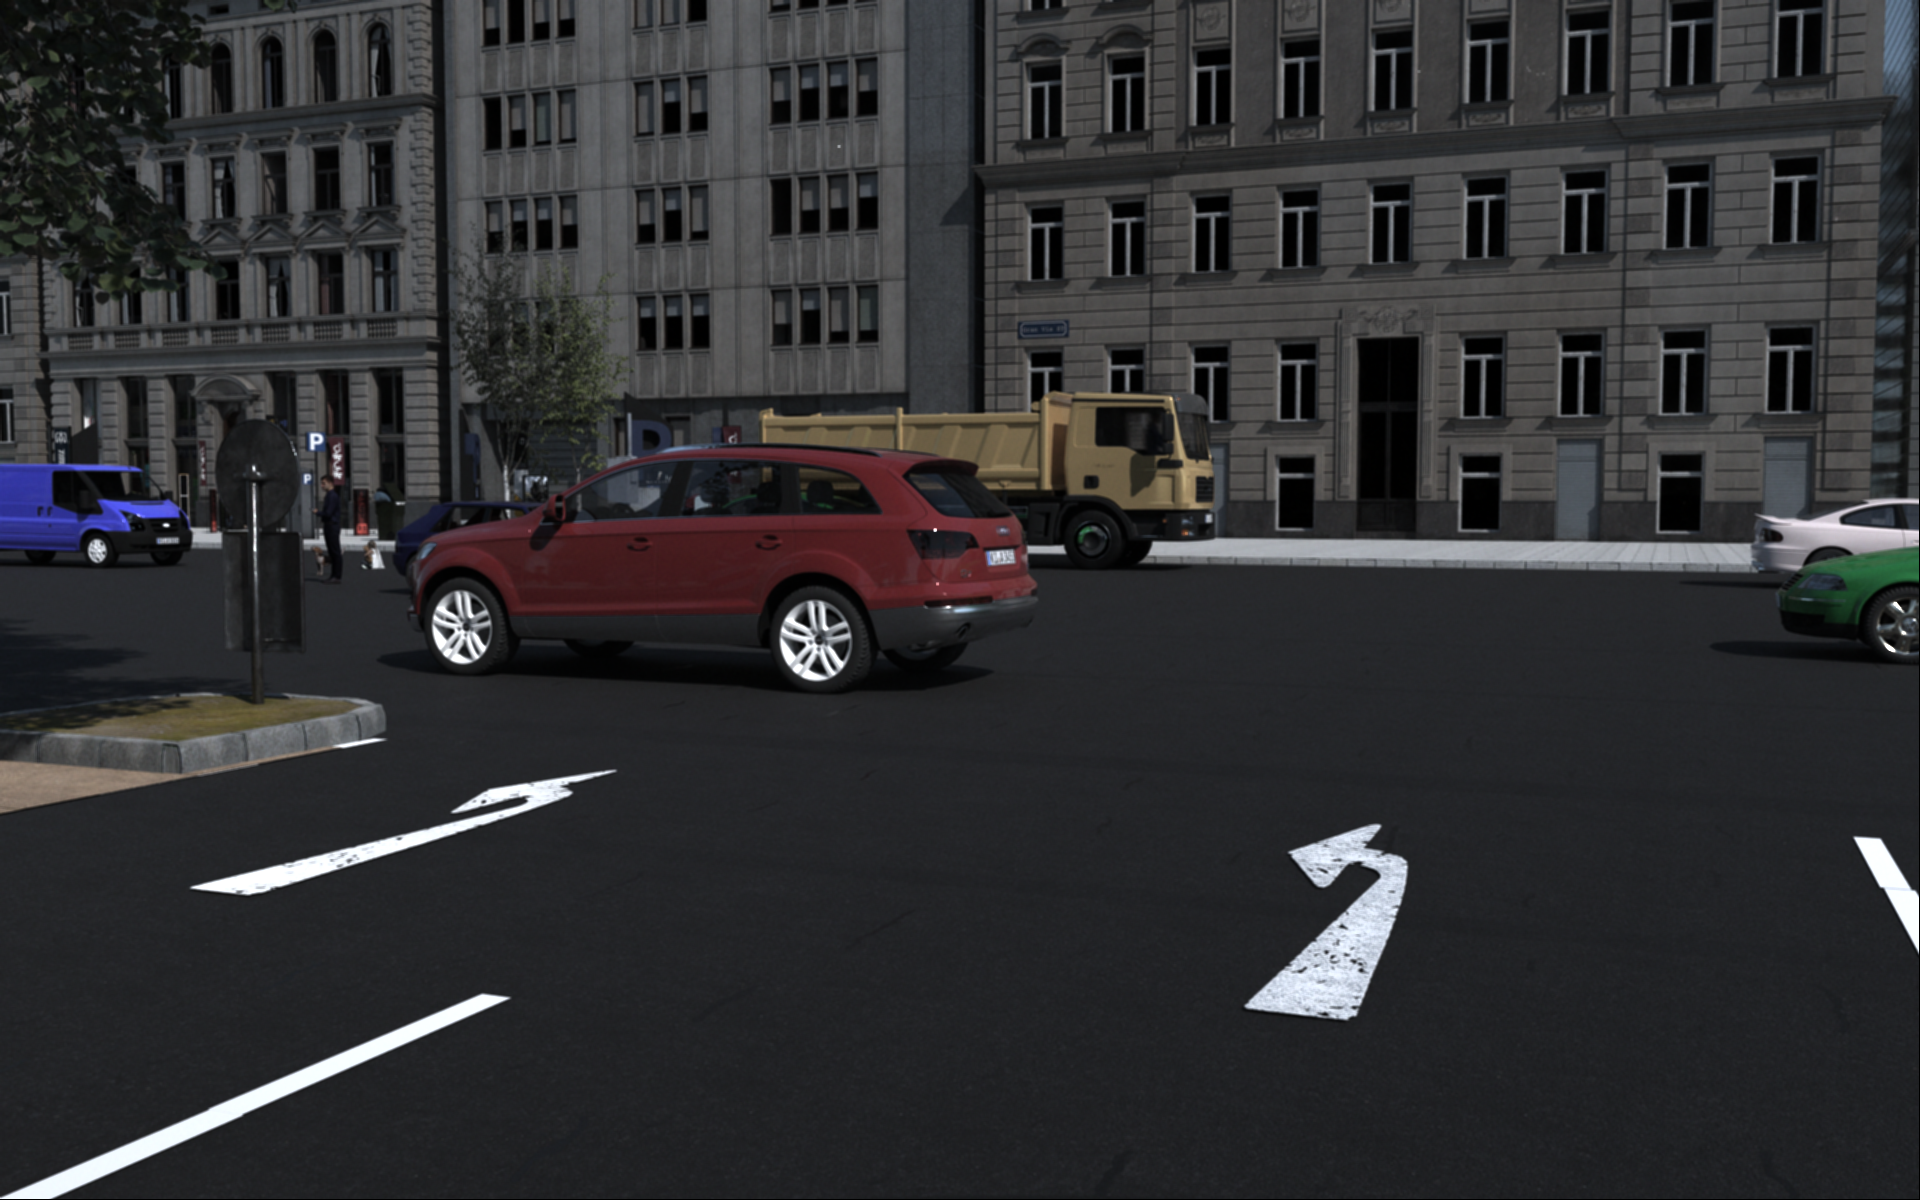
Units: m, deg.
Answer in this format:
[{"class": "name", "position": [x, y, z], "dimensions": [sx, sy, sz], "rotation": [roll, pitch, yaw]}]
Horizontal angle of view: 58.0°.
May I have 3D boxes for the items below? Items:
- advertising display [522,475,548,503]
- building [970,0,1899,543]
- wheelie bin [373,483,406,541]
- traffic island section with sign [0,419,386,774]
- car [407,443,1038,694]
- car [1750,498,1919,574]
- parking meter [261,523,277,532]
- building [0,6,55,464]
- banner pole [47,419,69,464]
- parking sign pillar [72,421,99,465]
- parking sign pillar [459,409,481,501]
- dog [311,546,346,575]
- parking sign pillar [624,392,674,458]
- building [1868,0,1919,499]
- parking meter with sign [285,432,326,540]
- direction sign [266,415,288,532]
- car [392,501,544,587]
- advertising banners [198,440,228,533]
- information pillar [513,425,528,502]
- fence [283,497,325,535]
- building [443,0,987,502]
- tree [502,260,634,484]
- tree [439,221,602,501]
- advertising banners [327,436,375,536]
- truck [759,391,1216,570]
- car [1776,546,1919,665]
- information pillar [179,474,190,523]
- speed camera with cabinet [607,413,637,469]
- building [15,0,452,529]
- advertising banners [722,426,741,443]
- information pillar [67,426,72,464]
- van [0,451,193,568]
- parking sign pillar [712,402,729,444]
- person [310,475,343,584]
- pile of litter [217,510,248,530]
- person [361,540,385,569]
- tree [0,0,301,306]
[{"class": "advertising display", "position": [-14.300, -3.251, 58.368], "dimensions": [0.123, 1.923, 0.974], "rotation": [3, 5, 40]}, {"class": "building", "position": [14.031, -15.634, 52.883], "dimensions": [25.104, 27.353, 12.463], "rotation": [1, 4, 22]}, {"class": "wheelie bin", "position": [-15.707, -2.431, 47.660], "dimensions": [0.693, 1.594, 0.980], "rotation": [1, 4, 10]}, {"class": "traffic island section with sign", "position": [-4.513, -0.116, 10.028], "dimensions": [2.006, 1.907, 1.989], "rotation": [1, 4, 22]}, {"class": "car", "position": [-2.018, -0.317, 13.849], "dimensions": [5.304, 1.827, 2.281], "rotation": [2, 4, 23]}, {"class": "car", "position": [14.542, -0.837, 26.047], "dimensions": [4.827, 1.381, 2.083], "rotation": [2, 4, 23]}, {"class": "parking meter", "position": [-18.648, -2.509, 46.731], "dimensions": [0.399, 1.863, 0.255], "rotation": [1, 4, 20]}, {"class": "building", "position": [-46.008, -17.200, 78.480], "dimensions": [25.104, 27.353, 12.463], "rotation": [1, 4, 22]}, {"class": "banner pole", "position": [-30.175, -4.152, 57.909], "dimensions": [0.401, 3.779, 0.863], "rotation": [2, 4, 35]}, {"class": "parking sign pillar", "position": [-32.430, -4.605, 63.767], "dimensions": [1.447, 3.967, 1.447], "rotation": [-2, 4, -31]}, {"class": "parking sign pillar", "position": [-15.749, -4.112, 55.695], "dimensions": [1.447, 3.967, 1.447], "rotation": [0, 4, -5]}, {"class": "dog", "position": [-11.197, -0.700, 30.731], "dimensions": [0.406, 0.507, 0.540], "rotation": [0, 4, 7]}, {"class": "parking sign pillar", "position": [-8.177, -3.509, 45.836], "dimensions": [1.447, 3.967, 1.447], "rotation": [-2, 4, -24]}, {"class": "building", "position": [39.772, -16.216, 42.617], "dimensions": [29.804, 29.767, 11.434], "rotation": [1, 4, 22]}, {"class": "parking meter with sign", "position": [-18.705, -3.245, 49.318], "dimensions": [1.738, 3.016, 0.543], "rotation": [3, 5, 44]}, {"class": "direction sign", "position": [-19.696, -3.549, 50.026], "dimensions": [0.379, 3.537, 0.876], "rotation": [1, 4, 18]}, {"class": "car", "position": [-6.082, -0.743, 24.737], "dimensions": [3.894, 1.354, 1.945], "rotation": [1, 4, 22]}, {"class": "advertising banners", "position": [-24.727, -3.739, 57.320], "dimensions": [0.090, 3.025, 2.074], "rotation": [0, 4, -1]}, {"class": "information pillar", "position": [-14.902, -4.129, 58.863], "dimensions": [0.504, 3.616, 0.183], "rotation": [1, 4, 10]}, {"class": "fence", "position": [-20.802, -2.610, 53.878], "dimensions": [2.264, 1.192, 0.480], "rotation": [-3, 5, -41]}, {"class": "building", "position": [-6.474, -14.941, 62.305], "dimensions": [19.932, 24.808, 12.078], "rotation": [1, 4, 22]}, {"class": "tree", "position": [-12.044, -6.338, 53.989], "dimensions": [4.737, 8.622, 4.395], "rotation": [0, 3, 0]}, {"class": "tree", "position": [-12.171, -5.903, 46.876], "dimensions": [4.360, 8.622, 3.978], "rotation": [0, 3, 0]}, {"class": "advertising banners", "position": [-18.397, -3.490, 53.255], "dimensions": [2.074, 3.025, 0.090], "rotation": [-3, 5, -42]}, {"class": "truck", "position": [0.920, -2.348, 34.316], "dimensions": [9.791, 3.379, 3.469], "rotation": [1, 4, 20]}, {"class": "car", "position": [9.553, -0.363, 14.727], "dimensions": [4.718, 1.807, 1.959], "rotation": [1, 4, 22]}, {"class": "information pillar", "position": [-28.601, -3.633, 63.897], "dimensions": [0.304, 2.012, 0.304], "rotation": [-1, 4, -17]}, {"class": "speed camera with cabinet", "position": [-8.104, -2.980, 43.052], "dimensions": [0.660, 3.252, 2.038], "rotation": [1, 4, 12]}, {"class": "building", "position": [-25.627, -14.684, 68.954], "dimensions": [19.941, 23.489, 11.050], "rotation": [1, 4, 22]}, {"class": "advertising banners", "position": [-5.086, -2.933, 44.140], "dimensions": [2.074, 3.025, 0.090], "rotation": [1, 4, 15]}, {"class": "information pillar", "position": [-30.681, -4.167, 59.483], "dimensions": [0.504, 3.616, 0.183], "rotation": [1, 4, 16]}, {"class": "van", "position": [-17.936, -1.858, 34.757], "dimensions": [5.245, 2.365, 2.240], "rotation": [1, 4, 21]}, {"class": "parking sign pillar", "position": [-6.888, -3.764, 50.011], "dimensions": [1.447, 3.967, 1.447], "rotation": [-1, 4, -9]}, {"class": "person", "position": [-10.163, -1.139, 27.820], "dimensions": [0.504, 1.737, 0.576], "rotation": [-2, 4, -32]}, {"class": "pile of litter", "position": [-25.959, -2.923, 61.763], "dimensions": [1.719, 0.858, 1.176], "rotation": [2, 4, 26]}, {"class": "person", "position": [-11.255, -0.870, 33.206], "dimensions": [0.357, 0.543, 0.381], "rotation": [1, 4, 14]}, {"class": "tree", "position": [-5.990, -5.927, 6.011], "dimensions": [9.857, 13.997, 8.962], "rotation": [0, 3, 0]}]
